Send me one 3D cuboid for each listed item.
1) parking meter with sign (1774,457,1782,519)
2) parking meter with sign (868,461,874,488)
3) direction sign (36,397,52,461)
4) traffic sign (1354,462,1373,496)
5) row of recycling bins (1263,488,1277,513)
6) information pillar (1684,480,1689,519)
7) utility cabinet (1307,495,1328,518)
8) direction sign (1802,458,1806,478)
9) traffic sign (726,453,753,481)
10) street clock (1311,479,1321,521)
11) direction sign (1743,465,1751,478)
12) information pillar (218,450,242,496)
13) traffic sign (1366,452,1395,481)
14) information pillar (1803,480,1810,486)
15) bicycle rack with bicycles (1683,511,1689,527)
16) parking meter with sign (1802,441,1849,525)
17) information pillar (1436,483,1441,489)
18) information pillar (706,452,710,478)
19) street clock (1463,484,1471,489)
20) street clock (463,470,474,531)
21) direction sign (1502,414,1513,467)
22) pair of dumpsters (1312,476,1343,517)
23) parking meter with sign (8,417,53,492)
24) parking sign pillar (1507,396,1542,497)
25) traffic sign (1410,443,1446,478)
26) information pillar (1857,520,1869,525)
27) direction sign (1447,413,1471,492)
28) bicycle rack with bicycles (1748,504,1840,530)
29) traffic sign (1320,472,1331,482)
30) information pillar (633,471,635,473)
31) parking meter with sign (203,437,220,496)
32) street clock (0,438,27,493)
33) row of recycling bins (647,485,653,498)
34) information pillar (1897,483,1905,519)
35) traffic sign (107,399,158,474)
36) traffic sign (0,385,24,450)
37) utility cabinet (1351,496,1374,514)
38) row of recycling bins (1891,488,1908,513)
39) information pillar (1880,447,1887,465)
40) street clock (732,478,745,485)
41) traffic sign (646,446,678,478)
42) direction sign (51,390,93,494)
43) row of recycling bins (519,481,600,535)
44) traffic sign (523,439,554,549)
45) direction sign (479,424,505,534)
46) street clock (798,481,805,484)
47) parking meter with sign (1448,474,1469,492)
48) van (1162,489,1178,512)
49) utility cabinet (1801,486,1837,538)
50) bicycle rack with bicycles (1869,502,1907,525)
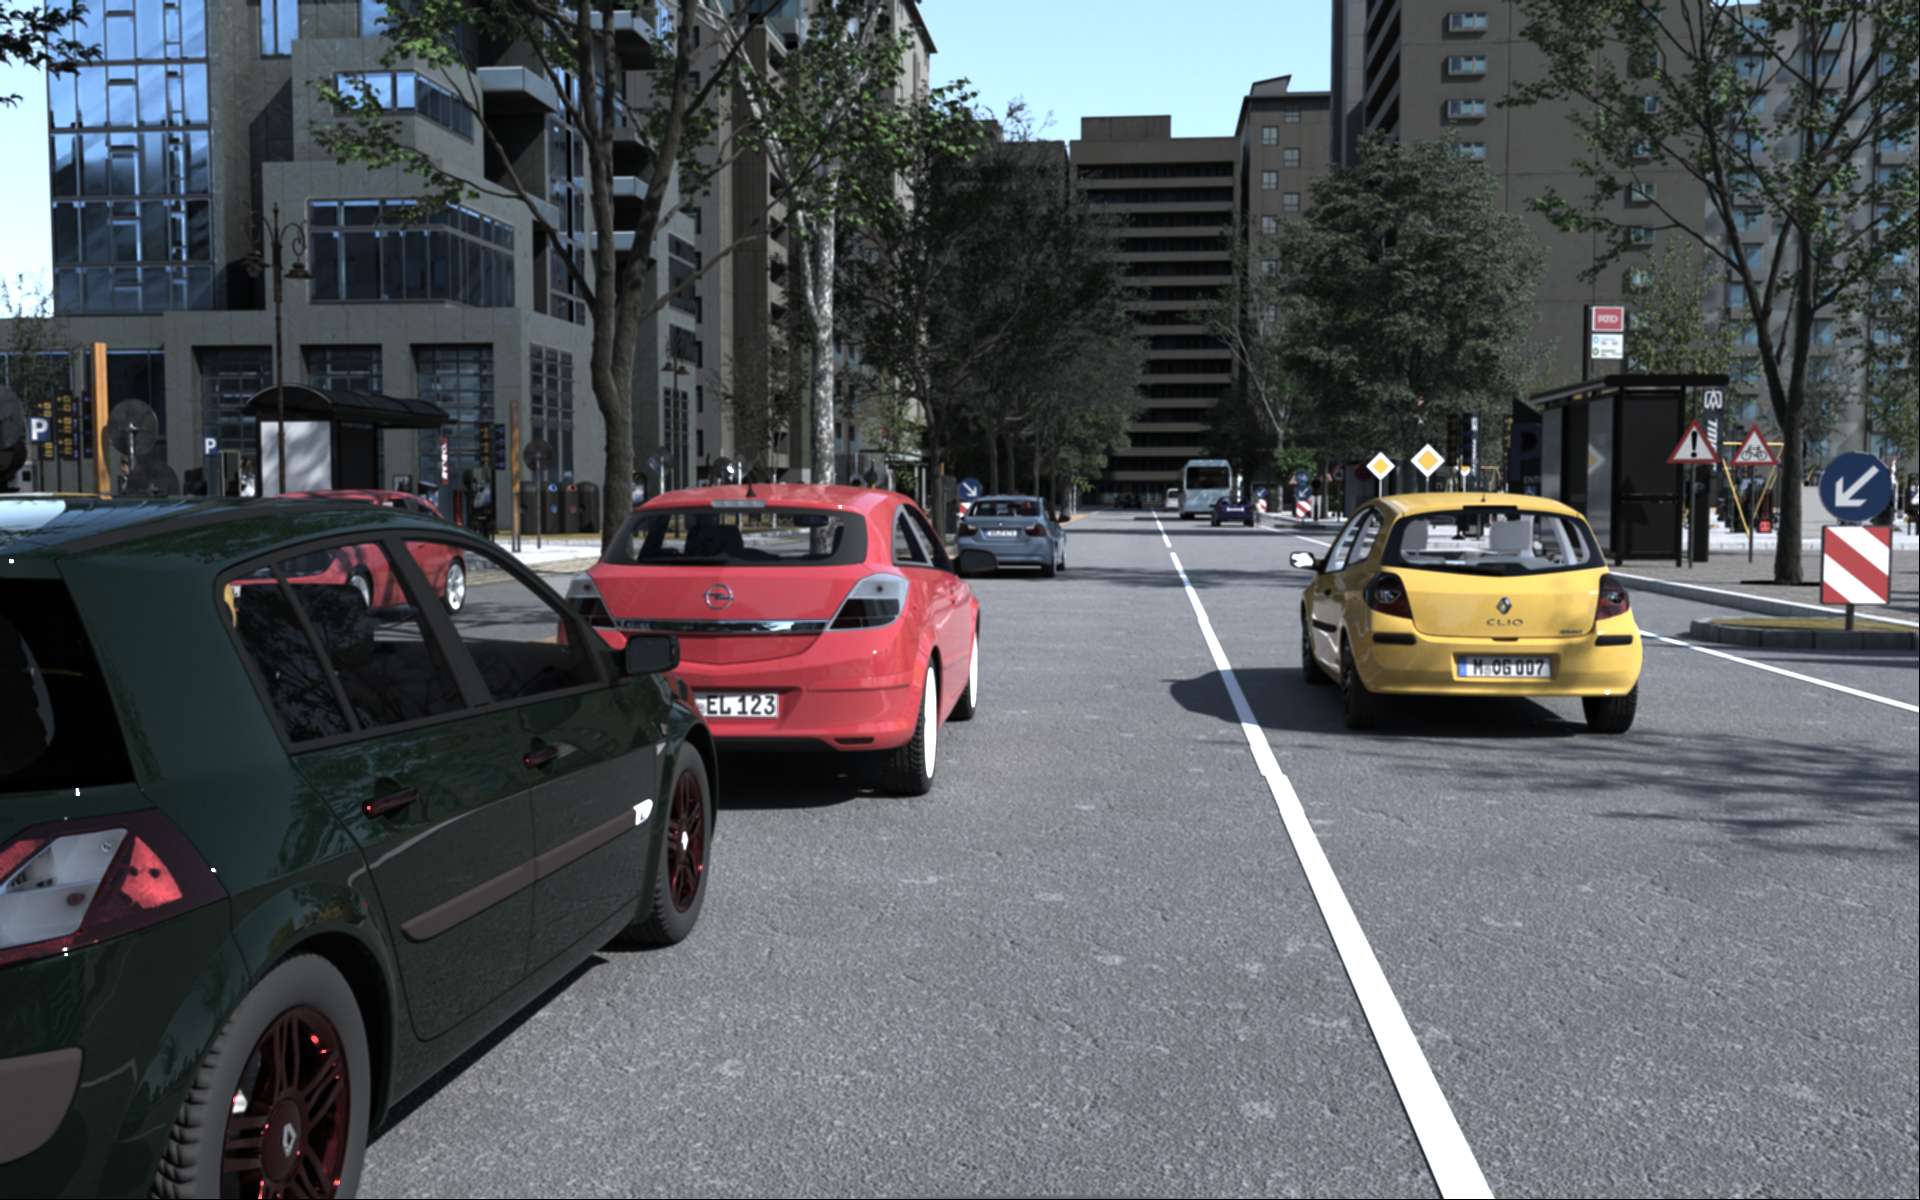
[{"bbox_3d":[39.018,-5.187,81.061,1.738,3.016,0.543,-1,4,-11],"label":"parking meter with sign"},{"bbox_3d":[-5.448,-5.811,91.272,1.738,3.016,0.543,-2,4,-25],"label":"parking meter with sign"},{"bbox_3d":[-21.251,-2.989,40.862,0.876,3.537,0.379,-2,4,-32],"label":"direction sign"},{"bbox_3d":[16.153,-4.234,69.328,0.768,2.556,0.104,1,4,14],"label":"traffic sign"},{"bbox_3d":[21.498,-6.882,119.633,1.069,1.692,3.534,1,4,15],"label":"row of recycling bins"},{"bbox_3d":[38.082,-5.261,90.502,0.304,2.012,0.304,-2,4,-25],"label":"information pillar"},{"bbox_3d":[18.497,-4.797,89.587,1.020,1.237,0.306,0,4,5],"label":"utility cabinet"},{"bbox_3d":[41.523,-5.730,85.681,0.876,3.537,0.379,-2,4,-28],"label":"direction sign"},{"bbox_3d":[-6.313,-2.898,49.569,0.795,2.593,0.064,0,4,6],"label":"traffic sign"},{"bbox_3d":[16.973,-4.769,82.550,0.471,2.002,0.358,1,4,16],"label":"street clock"},{"bbox_3d":[45.401,-6.594,99.806,0.876,3.537,0.379,-2,4,-33],"label":"direction sign"},{"bbox_3d":[-12.236,-1.503,29.070,0.304,2.012,0.304,-2,4,-31],"label":"information pillar"},{"bbox_3d":[11.577,-2.780,47.640,0.795,2.593,0.064,0,4,6],"label":"traffic sign"},{"bbox_3d":[45.239,-5.389,92.594,0.304,2.012,0.304,2,4,24],"label":"information pillar"},{"bbox_3d":[27.134,-3.309,67.478,2.925,0.926,2.852,-1,4,-16],"label":"bicycle rack with bicycles"},{"bbox_3d":[28.671,-3.733,57.296,1.738,3.016,0.543,0,4,5],"label":"parking meter with sign"},{"bbox_3d":[32.327,-6.887,117.099,0.304,2.012,0.304,0,4,-5],"label":"information pillar"},{"bbox_3d":[-14.078,-6.449,96.788,0.183,3.616,0.504,0,4,5],"label":"information pillar"},{"bbox_3d":[34.674,-6.968,118.493,0.471,2.002,0.358,-1,4,-9],"label":"street clock"},{"bbox_3d":[-14.574,-2.871,51.514,0.358,2.002,0.471,0,4,5],"label":"street clock"},{"bbox_3d":[15.799,-3.506,49.318,0.876,3.537,0.379,-2,4,-23],"label":"direction sign"},{"bbox_3d":[20.299,-5.654,94.932,1.574,2.255,4.437,0,4,6],"label":"pair of dumpsters"},{"bbox_3d":[-20.898,-2.581,38.464,0.543,3.016,1.738,0,4,6],"label":"parking meter with sign"},{"bbox_3d":[15.681,-3.601,47.357,1.447,3.967,1.447,3,5,41],"label":"parking sign pillar"},{"bbox_3d":[10.727,-2.294,39.700,0.795,2.593,0.064,0,4,6],"label":"traffic sign"},{"bbox_3d":[34.013,-3.714,65.215,0.304,2.012,0.304,-1,4,-10],"label":"information pillar"},{"bbox_3d":[14.068,-3.473,48.785,0.379,3.537,0.876,-2,4,-34],"label":"direction sign"},{"bbox_3d":[28.496,-2.878,60.442,2.925,0.926,2.852,-1,4,-22],"label":"bicycle rack with bicycles"},{"bbox_3d":[21.553,-6.218,101.778,0.768,2.556,0.104,1,4,15],"label":"traffic sign"},{"bbox_3d":[-10.538,-3.098,55.145,0.304,2.012,0.304,1,4,20],"label":"information pillar"},{"bbox_3d":[-22.653,-3.522,53.841,0.543,3.016,1.738,1,4,17],"label":"parking meter with sign"},{"bbox_3d":[-11.416,-0.987,20.702,0.471,2.002,0.358,1,4,11],"label":"street clock"},{"bbox_3d":[-11.853,-3.424,63.091,1.069,1.692,3.534,-1,4,-17],"label":"row of recycling bins"},{"bbox_3d":[49.146,-5.259,90.470,0.304,2.012,0.304,3,4,37],"label":"information pillar"},{"bbox_3d":[-11.088,-1.413,23.201,0.768,2.556,0.104,1,4,11],"label":"traffic sign"},{"bbox_3d":[-11.197,-1.223,20.109,0.768,2.556,0.104,1,4,14],"label":"traffic sign"},{"bbox_3d":[15.871,-3.498,68.349,1.020,1.237,0.306,-2,4,-35],"label":"utility cabinet"},{"bbox_3d":[62.546,-6.610,115.189,1.069,1.692,3.534,0,4,6],"label":"row of recycling bins"},{"bbox_3d":[45.855,-5.795,86.110,0.504,3.616,0.183,-2,4,-32],"label":"information pillar"},{"bbox_3d":[-9.015,-4.029,70.438,0.471,2.002,0.358,-2,4,-29],"label":"street clock"},{"bbox_3d":[-7.163,-2.412,41.629,0.795,2.593,0.064,0,4,6],"label":"traffic sign"},{"bbox_3d":[-19.284,-2.810,37.937,0.876,3.537,0.379,-1,4,-16],"label":"direction sign"},{"bbox_3d":[-12.998,-2.969,55.653,1.069,1.692,3.534,2,4,31],"label":"row of recycling bins"},{"bbox_3d":[-9.839,-2.465,40.407,0.768,2.556,0.104,1,4,10],"label":"traffic sign"},{"bbox_3d":[-15.107,-3.916,56.017,0.876,3.537,0.379,1,4,12],"label":"direction sign"},{"bbox_3d":[-9.430,-5.979,102.322,0.358,2.002,0.471,-2,4,-24],"label":"street clock"},{"bbox_3d":[32.023,-7.094,112.251,0.543,3.016,1.738,-3,5,-44],"label":"parking meter with sign"},{"bbox_3d":[16.936,-7.930,136.659,2.013,2.044,4.112,0,4,5],"label":"van"},{"bbox_3d":[24.578,-2.519,49.871,1.173,1.500,0.318,0,4,8],"label":"utility cabinet"},{"bbox_3d":[35.361,-3.391,68.830,2.852,0.926,2.925,-1,4,-17],"label":"bicycle rack with bicycles"}]
